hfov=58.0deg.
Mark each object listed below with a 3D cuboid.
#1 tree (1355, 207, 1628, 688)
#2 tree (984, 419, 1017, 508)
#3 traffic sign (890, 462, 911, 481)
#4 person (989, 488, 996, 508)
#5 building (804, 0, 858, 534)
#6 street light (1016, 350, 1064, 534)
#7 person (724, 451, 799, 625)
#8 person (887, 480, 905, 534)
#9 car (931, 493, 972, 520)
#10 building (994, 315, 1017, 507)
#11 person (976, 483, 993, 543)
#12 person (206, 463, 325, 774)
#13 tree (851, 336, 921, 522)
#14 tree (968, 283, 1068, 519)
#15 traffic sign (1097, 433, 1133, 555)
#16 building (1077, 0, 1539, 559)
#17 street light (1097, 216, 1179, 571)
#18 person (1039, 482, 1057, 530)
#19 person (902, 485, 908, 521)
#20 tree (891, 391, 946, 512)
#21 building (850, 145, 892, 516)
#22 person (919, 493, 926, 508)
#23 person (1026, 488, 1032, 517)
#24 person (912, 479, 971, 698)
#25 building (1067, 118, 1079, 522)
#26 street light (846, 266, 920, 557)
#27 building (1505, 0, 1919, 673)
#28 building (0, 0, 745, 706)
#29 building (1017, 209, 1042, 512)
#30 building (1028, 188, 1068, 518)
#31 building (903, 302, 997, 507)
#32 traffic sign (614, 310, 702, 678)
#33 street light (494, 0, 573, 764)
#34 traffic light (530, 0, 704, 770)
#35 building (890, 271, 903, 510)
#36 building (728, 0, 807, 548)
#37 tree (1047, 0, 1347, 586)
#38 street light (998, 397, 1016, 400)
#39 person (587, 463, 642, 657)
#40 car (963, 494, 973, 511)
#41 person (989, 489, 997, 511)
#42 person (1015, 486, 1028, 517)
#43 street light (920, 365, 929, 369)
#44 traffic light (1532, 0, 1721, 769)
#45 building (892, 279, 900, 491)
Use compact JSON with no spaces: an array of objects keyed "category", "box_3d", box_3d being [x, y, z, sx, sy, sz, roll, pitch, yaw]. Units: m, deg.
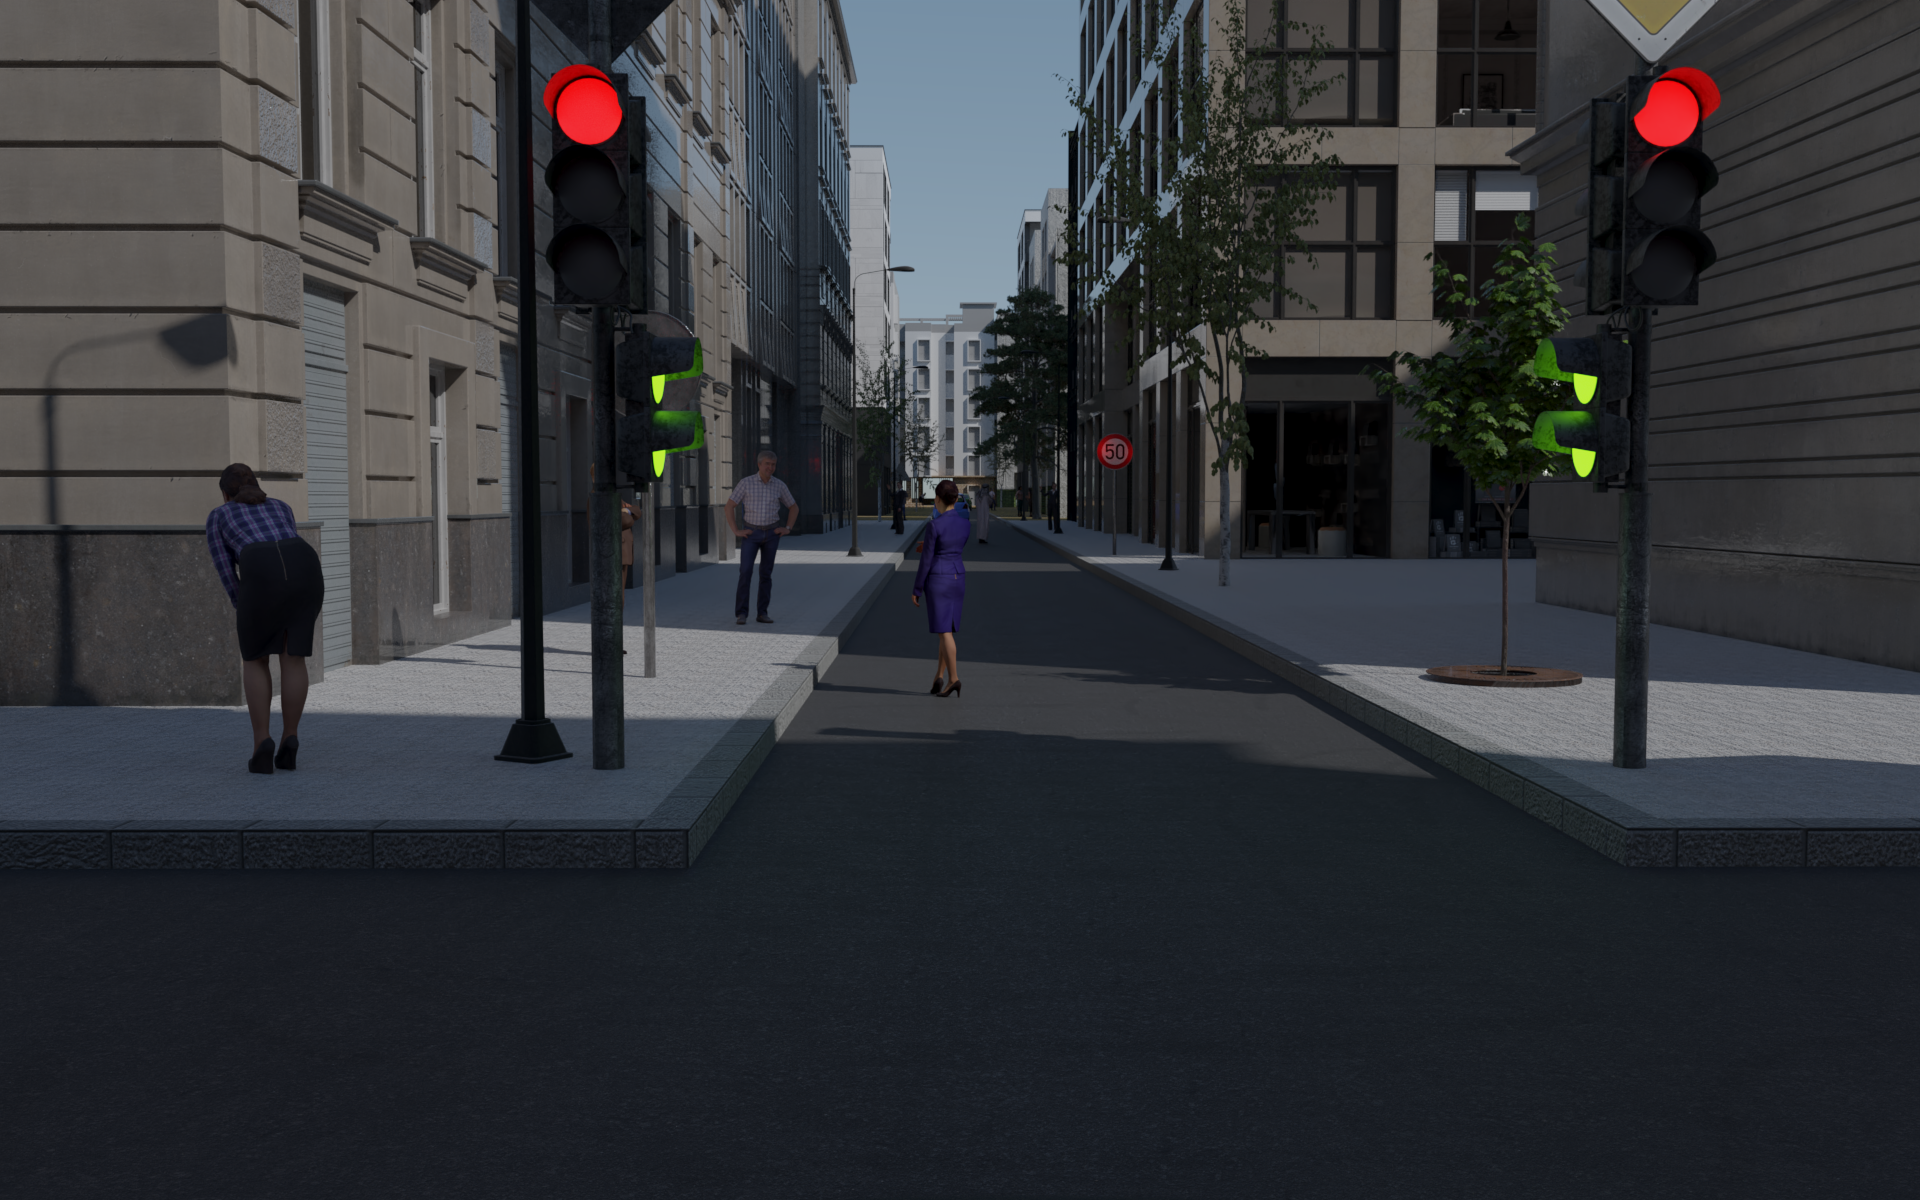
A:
[{"category":"tree","box_3d":[3.828,-1.049,11.755,1.663,3.219,1.824,0,3,0]},{"category":"tree","box_3d":[3.893,-12.892,161.140,4.360,8.622,3.978,0,3,0]},{"category":"traffic sign","box_3d":[-2.437,-4.328,70.761,0.884,2.594,0.081,0,4,2]},{"category":"person","box_3d":[2.756,-9.119,155.160,1.348,1.821,0.705,-3,5,-43]},{"category":"building","box_3d":[-9.123,-13.129,63.803,9.793,20.994,18.267,0,4,0]},{"category":"street light","box_3d":[2.653,-5.106,56.019,1.470,5.913,1.316,0,4,0]},{"category":"person","box_3d":[-1.954,-0.625,17.195,0.756,1.711,0.436,-1,4,-13]},{"category":"person","box_3d":[-2.071,-2.962,55.268,0.742,1.727,0.445,2,4,26]},{"category":"car","box_3d":[-0.402,-4.353,80.762,1.945,1.707,3.694,0,4,0]},{"category":"building","box_3d":[19.339,-19.019,177.411,31.486,18.905,16.747,0,4,0]},{"category":"person","box_3d":[0.705,-2.525,50.453,0.551,1.740,0.621,1,4,23]},{"category":"person","box_3d":[-3.243,0.075,8.047,0.421,1.427,0.697,-3,5,-44]},{"category":"tree","box_3d":[-3.951,-7.918,79.823,4.737,8.622,4.395,0,3,0]},{"category":"tree","box_3d":[3.831,-10.185,88.581,6.751,12.117,7.091,0,3,0]},{"category":"traffic sign","box_3d":[3.252,-2.219,36.392,0.768,2.556,0.104,0,4,7]},{"category":"building","box_3d":[14.289,-15.028,50.217,19.350,26.468,34.151,0,4,0]},{"category":"street light","box_3d":[2.979,-3.457,29.061,1.470,5.913,1.316,0,4,0]},{"category":"person","box_3d":[3.189,-3.336,61.385,0.742,1.727,0.445,-1,4,-15]},{"category":"person","box_3d":[-2.805,-4.674,83.291,0.655,1.722,0.431,0,4,7]},{"category":"tree","box_3d":[-3.073,-10.611,123.850,4.360,8.622,3.978,0,3,0]},{"category":"building","box_3d":[-18.418,-15.629,99.511,27.936,21.610,32.646,0,4,0]},{"category":"person","box_3d":[-3.310,-8.867,154.200,0.799,1.438,0.628,1,4,10]},{"category":"person","box_3d":[3.889,-5.416,96.059,0.415,1.643,0.593,0,4,-2]},{"category":"person","box_3d":[-0.196,-0.089,12.325,0.546,1.535,0.453,2,4,30]},{"category":"building","box_3d":[11.365,-15.019,75.239,12.332,23.373,15.834,0,4,0]},{"category":"street light","box_3d":[-1.619,-3.844,35.392,1.470,5.913,1.316,0,4,0]},{"category":"building","box_3d":[16.601,-10.938,14.997,21.152,22.565,11.583,0,4,0]},{"category":"building","box_3d":[-10.053,-13.727,21.695,12.463,27.353,25.104,0,4,0]},{"category":"building","box_3d":[18.480,-18.159,140.872,27.936,21.610,32.646,0,4,0]},{"category":"building","box_3d":[13.421,-14.829,108.918,16.747,18.905,31.486,0,4,0]},{"category":"building","box_3d":[-2.094,-19.628,177.343,11.380,20.091,16.016,0,4,0]},{"category":"traffic sign","box_3d":[-2.167,-0.729,12.033,0.768,2.556,0.104,0,4,5]},{"category":"street light","box_3d":[-1.528,-2.182,8.222,1.470,5.913,1.316,0,4,0]},{"category":"traffic light","box_3d":[-1.628,-1.147,7.996,0.839,4.213,0.868,0,4,0]},{"category":"building","box_3d":[-12.760,-16.972,133.905,16.016,20.091,11.380,0,4,0]},{"category":"building","box_3d":[-10.831,-13.859,44.612,12.078,24.808,19.932,0,4,0]},{"category":"tree","box_3d":[3.469,-4.495,23.861,4.737,8.622,4.395,0,3,0]},{"category":"street light","box_3d":[2.521,-6.746,82.843,1.470,5.913,1.316,0,4,0]},{"category":"person","box_3d":[-2.751,-0.335,13.783,0.388,1.546,0.482,0,4,7]},{"category":"car","box_3d":[0.139,-8.668,150.517,1.959,1.807,4.718,0,4,2]},{"category":"person","box_3d":[2.546,-7.843,135.215,0.436,1.711,0.756,-3,4,-38]},{"category":"person","box_3d":[3.491,-5.604,98.379,0.721,1.736,1.217,3,4,38]},{"category":"street light","box_3d":[-1.836,-5.514,62.690,1.470,5.913,1.316,0,4,0]},{"category":"traffic light","box_3d":[3.133,-1.150,8.041,0.839,4.213,0.868,0,4,0]},{"category":"building","box_3d":[-21.155,-17.238,148.304,31.486,18.905,16.747,0,4,0]}]
